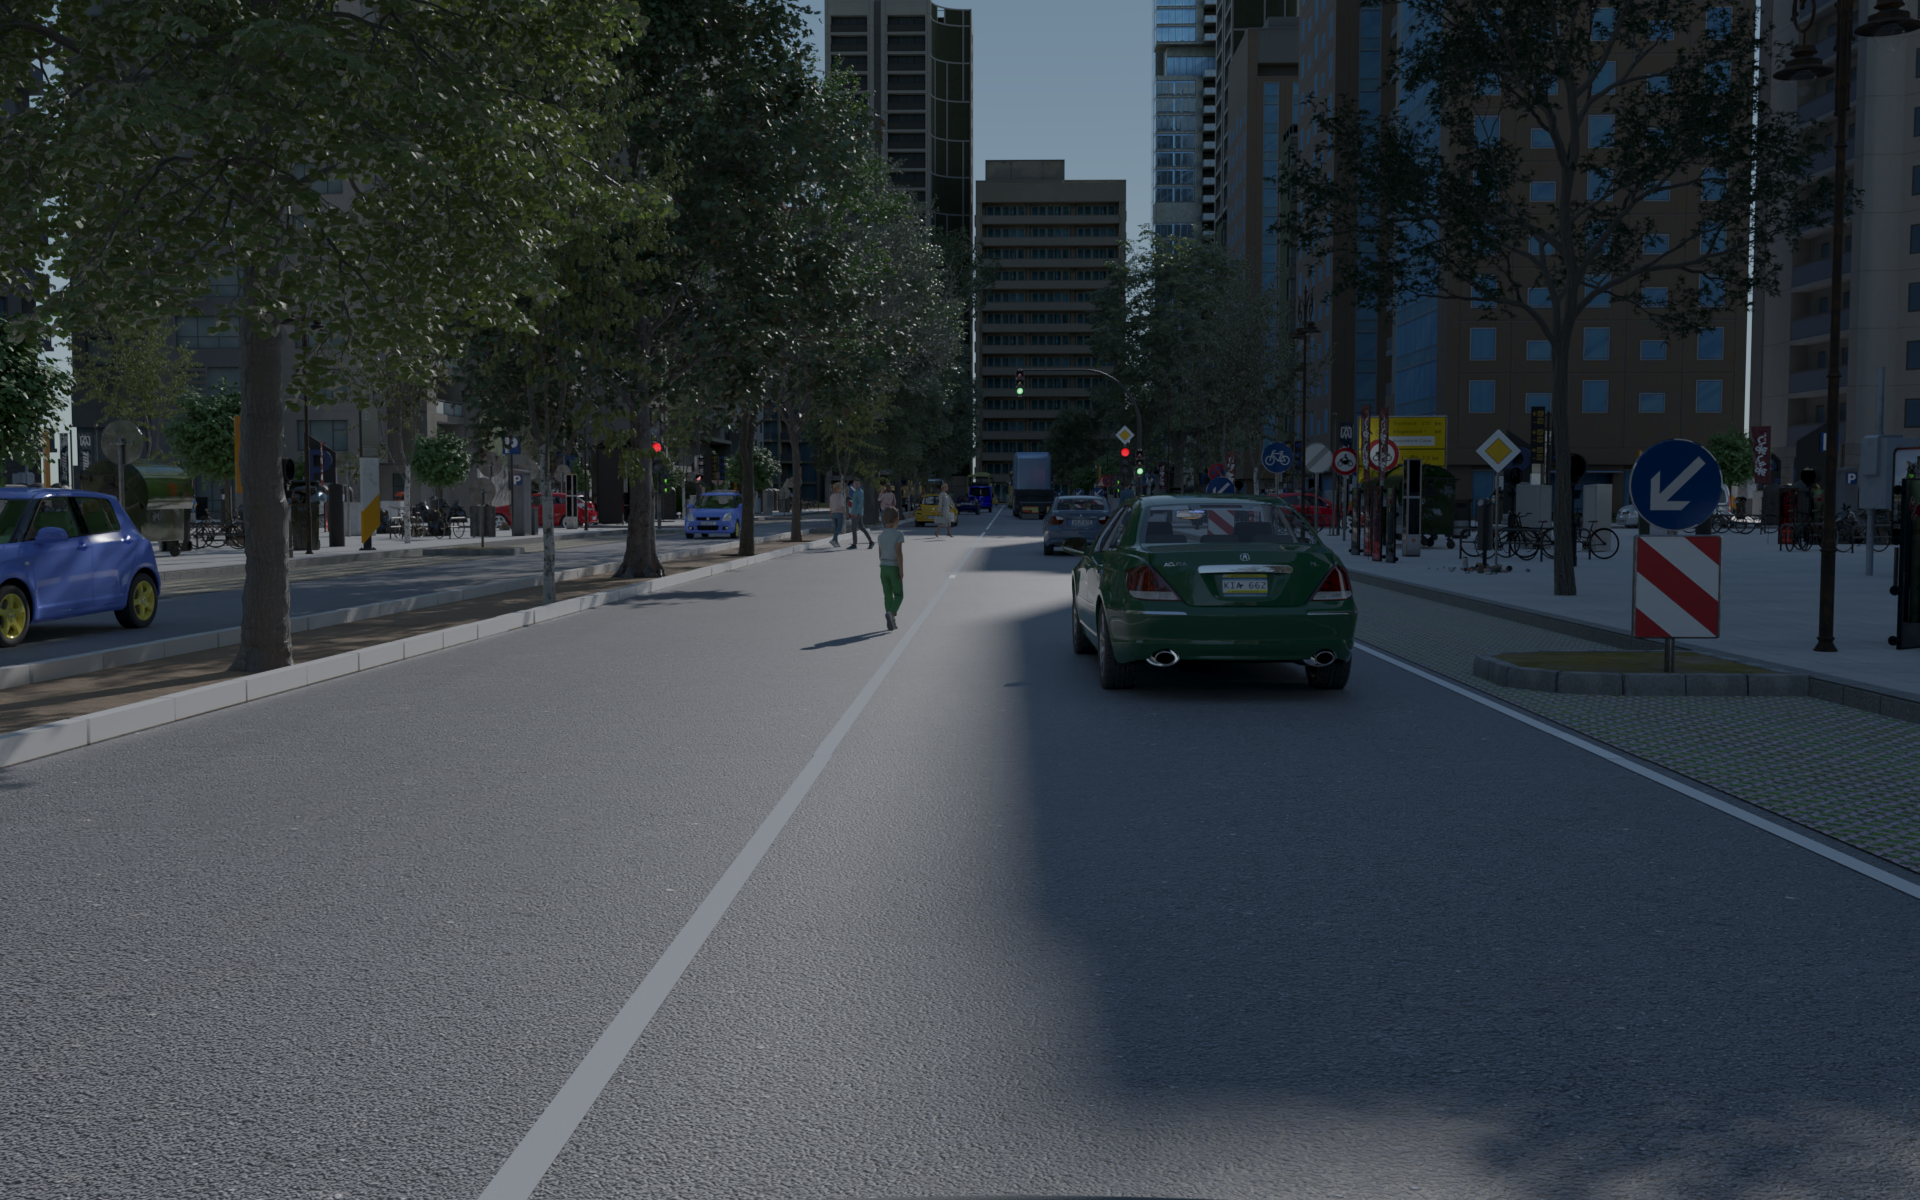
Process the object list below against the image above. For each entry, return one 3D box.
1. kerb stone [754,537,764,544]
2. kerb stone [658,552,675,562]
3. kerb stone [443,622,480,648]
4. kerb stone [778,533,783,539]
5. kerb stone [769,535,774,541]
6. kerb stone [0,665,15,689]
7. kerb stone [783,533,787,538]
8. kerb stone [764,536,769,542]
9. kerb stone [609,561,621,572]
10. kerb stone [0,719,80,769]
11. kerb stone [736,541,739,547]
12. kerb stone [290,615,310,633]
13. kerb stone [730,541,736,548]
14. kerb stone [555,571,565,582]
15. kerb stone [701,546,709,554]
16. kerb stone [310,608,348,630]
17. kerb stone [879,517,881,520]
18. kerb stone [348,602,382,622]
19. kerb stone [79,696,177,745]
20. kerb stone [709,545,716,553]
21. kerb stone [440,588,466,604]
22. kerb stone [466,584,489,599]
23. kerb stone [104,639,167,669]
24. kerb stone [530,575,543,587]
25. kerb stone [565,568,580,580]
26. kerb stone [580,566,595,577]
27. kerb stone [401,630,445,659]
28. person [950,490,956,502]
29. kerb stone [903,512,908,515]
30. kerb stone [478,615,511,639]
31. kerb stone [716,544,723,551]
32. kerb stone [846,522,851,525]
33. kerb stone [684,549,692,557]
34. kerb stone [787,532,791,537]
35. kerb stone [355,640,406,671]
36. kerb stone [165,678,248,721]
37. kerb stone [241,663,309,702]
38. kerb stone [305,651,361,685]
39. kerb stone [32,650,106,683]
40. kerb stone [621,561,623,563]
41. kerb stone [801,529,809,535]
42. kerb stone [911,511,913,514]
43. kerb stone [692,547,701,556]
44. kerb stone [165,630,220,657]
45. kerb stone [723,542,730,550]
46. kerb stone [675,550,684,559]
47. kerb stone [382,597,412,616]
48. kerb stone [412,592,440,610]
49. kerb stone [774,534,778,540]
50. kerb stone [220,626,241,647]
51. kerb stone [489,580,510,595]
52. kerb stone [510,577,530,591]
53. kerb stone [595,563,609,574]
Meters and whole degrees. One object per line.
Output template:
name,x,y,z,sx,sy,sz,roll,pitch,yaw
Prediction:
kerb stone,-5.913,-1.726,50.438,0.120,0.150,1.000,0,4,2
kerb stone,-6.315,-0.907,37.091,0.120,0.150,1.000,0,4,2
kerb stone,-4.830,0.345,16.557,0.120,0.150,1.000,0,4,2
kerb stone,-5.787,-1.978,54.540,0.120,0.150,1.000,0,4,2
kerb stone,-5.856,-1.853,52.486,0.120,0.150,1.000,0,4,2
kerb stone,-7.058,0.593,12.499,0.120,0.150,1.000,0,4,2
kerb stone,-5.750,-2.041,55.563,0.120,0.150,1.000,0,4,2
kerb stone,-5.880,-1.786,51.461,0.120,0.150,1.000,0,4,2
kerb stone,-6.472,-0.597,31.962,0.120,0.150,1.000,0,4,2
kerb stone,-5.047,0.785,9.364,0.120,0.150,1.000,0,4,2
kerb stone,-6.035,-1.477,46.337,0.120,0.150,1.000,0,4,2
kerb stone,-6.905,0.282,17.625,0.120,0.150,1.000,0,4,2
kerb stone,-6.064,-1.414,45.311,0.120,0.150,1.000,0,4,2
kerb stone,-6.590,-0.347,27.865,0.120,0.150,1.000,0,4,2
kerb stone,-6.182,-1.163,41.211,0.120,0.150,1.000,0,4,2
kerb stone,-6.864,0.220,18.646,0.120,0.150,1.000,0,4,2
kerb stone,-4.439,-4.703,99.145,0.120,0.150,1.000,0,4,2
kerb stone,-6.835,0.154,19.673,0.120,0.150,1.000,0,4,2
kerb stone,-5.016,0.723,10.397,0.120,0.150,1.000,0,4,2
kerb stone,-6.156,-1.224,42.237,0.120,0.150,1.000,0,4,2
kerb stone,-6.743,-0.034,22.746,0.120,0.150,1.000,0,4,2
kerb stone,-6.711,-0.096,23.774,0.120,0.150,1.000,0,4,2
kerb stone,-6.993,0.469,14.556,0.120,0.150,1.000,0,4,2
kerb stone,-6.629,-0.284,26.844,0.120,0.150,1.000,0,4,2
kerb stone,-6.568,-0.409,28.890,0.120,0.150,1.000,0,4,2
kerb stone,-6.531,-0.472,29.919,0.120,0.150,1.000,0,4,2
kerb stone,-4.862,0.408,15.525,0.120,0.150,1.000,0,4,2
person,-0.713,-9.704,167.238,0.705,1.814,1.350,1,4,18
kerb stone,-3.763,-6.079,121.676,0.120,0.150,1.000,0,4,2
kerb stone,-4.794,0.284,17.581,0.120,0.150,1.000,0,4,2
kerb stone,-6.127,-1.284,43.259,0.120,0.150,1.000,0,4,2
kerb stone,-5.033,-3.514,79.656,0.120,0.150,1.000,0,4,2
kerb stone,-6.258,-1.037,39.156,0.120,0.150,1.000,0,4,2
kerb stone,-5.724,-2.103,56.585,0.120,0.150,1.000,0,4,2
kerb stone,-4.895,0.471,14.495,0.120,0.150,1.000,0,4,2
kerb stone,-4.990,0.659,11.419,0.120,0.150,1.000,0,4,2
kerb stone,-4.956,0.597,12.440,0.120,0.150,1.000,0,4,2
kerb stone,-4.928,0.536,13.462,0.120,0.150,1.000,0,4,2
kerb stone,-7.018,0.534,13.534,0.120,0.150,1.000,0,4,2
kerb stone,-6.435,-0.658,32.983,0.120,0.150,1.000,0,4,2
kerb stone,-5.543,-2.478,62.747,0.120,0.150,1.000,0,4,2
kerb stone,-3.662,-6.271,124.752,0.120,0.150,1.000,0,4,2
kerb stone,-6.218,-1.098,40.178,0.120,0.150,1.000,0,4,2
kerb stone,-6.968,0.405,15.577,0.120,0.150,1.000,0,4,2
kerb stone,-6.097,-1.351,44.280,0.120,0.150,1.000,0,4,2
kerb stone,-6.284,-0.974,38.119,0.120,0.150,1.000,0,4,2
kerb stone,-6.806,0.092,20.694,0.120,0.150,1.000,0,4,2
kerb stone,-6.779,0.029,21.723,0.120,0.150,1.000,0,4,2
kerb stone,-5.815,-1.914,53.513,0.120,0.150,1.000,0,4,2
kerb stone,-6.931,0.342,16.599,0.120,0.150,1.000,0,4,2
kerb stone,-6.685,-0.159,24.801,0.120,0.150,1.000,0,4,2
kerb stone,-6.654,-0.222,25.822,0.120,0.150,1.000,0,4,2
kerb stone,-6.501,-0.535,30.940,0.120,0.150,1.000,0,4,2
